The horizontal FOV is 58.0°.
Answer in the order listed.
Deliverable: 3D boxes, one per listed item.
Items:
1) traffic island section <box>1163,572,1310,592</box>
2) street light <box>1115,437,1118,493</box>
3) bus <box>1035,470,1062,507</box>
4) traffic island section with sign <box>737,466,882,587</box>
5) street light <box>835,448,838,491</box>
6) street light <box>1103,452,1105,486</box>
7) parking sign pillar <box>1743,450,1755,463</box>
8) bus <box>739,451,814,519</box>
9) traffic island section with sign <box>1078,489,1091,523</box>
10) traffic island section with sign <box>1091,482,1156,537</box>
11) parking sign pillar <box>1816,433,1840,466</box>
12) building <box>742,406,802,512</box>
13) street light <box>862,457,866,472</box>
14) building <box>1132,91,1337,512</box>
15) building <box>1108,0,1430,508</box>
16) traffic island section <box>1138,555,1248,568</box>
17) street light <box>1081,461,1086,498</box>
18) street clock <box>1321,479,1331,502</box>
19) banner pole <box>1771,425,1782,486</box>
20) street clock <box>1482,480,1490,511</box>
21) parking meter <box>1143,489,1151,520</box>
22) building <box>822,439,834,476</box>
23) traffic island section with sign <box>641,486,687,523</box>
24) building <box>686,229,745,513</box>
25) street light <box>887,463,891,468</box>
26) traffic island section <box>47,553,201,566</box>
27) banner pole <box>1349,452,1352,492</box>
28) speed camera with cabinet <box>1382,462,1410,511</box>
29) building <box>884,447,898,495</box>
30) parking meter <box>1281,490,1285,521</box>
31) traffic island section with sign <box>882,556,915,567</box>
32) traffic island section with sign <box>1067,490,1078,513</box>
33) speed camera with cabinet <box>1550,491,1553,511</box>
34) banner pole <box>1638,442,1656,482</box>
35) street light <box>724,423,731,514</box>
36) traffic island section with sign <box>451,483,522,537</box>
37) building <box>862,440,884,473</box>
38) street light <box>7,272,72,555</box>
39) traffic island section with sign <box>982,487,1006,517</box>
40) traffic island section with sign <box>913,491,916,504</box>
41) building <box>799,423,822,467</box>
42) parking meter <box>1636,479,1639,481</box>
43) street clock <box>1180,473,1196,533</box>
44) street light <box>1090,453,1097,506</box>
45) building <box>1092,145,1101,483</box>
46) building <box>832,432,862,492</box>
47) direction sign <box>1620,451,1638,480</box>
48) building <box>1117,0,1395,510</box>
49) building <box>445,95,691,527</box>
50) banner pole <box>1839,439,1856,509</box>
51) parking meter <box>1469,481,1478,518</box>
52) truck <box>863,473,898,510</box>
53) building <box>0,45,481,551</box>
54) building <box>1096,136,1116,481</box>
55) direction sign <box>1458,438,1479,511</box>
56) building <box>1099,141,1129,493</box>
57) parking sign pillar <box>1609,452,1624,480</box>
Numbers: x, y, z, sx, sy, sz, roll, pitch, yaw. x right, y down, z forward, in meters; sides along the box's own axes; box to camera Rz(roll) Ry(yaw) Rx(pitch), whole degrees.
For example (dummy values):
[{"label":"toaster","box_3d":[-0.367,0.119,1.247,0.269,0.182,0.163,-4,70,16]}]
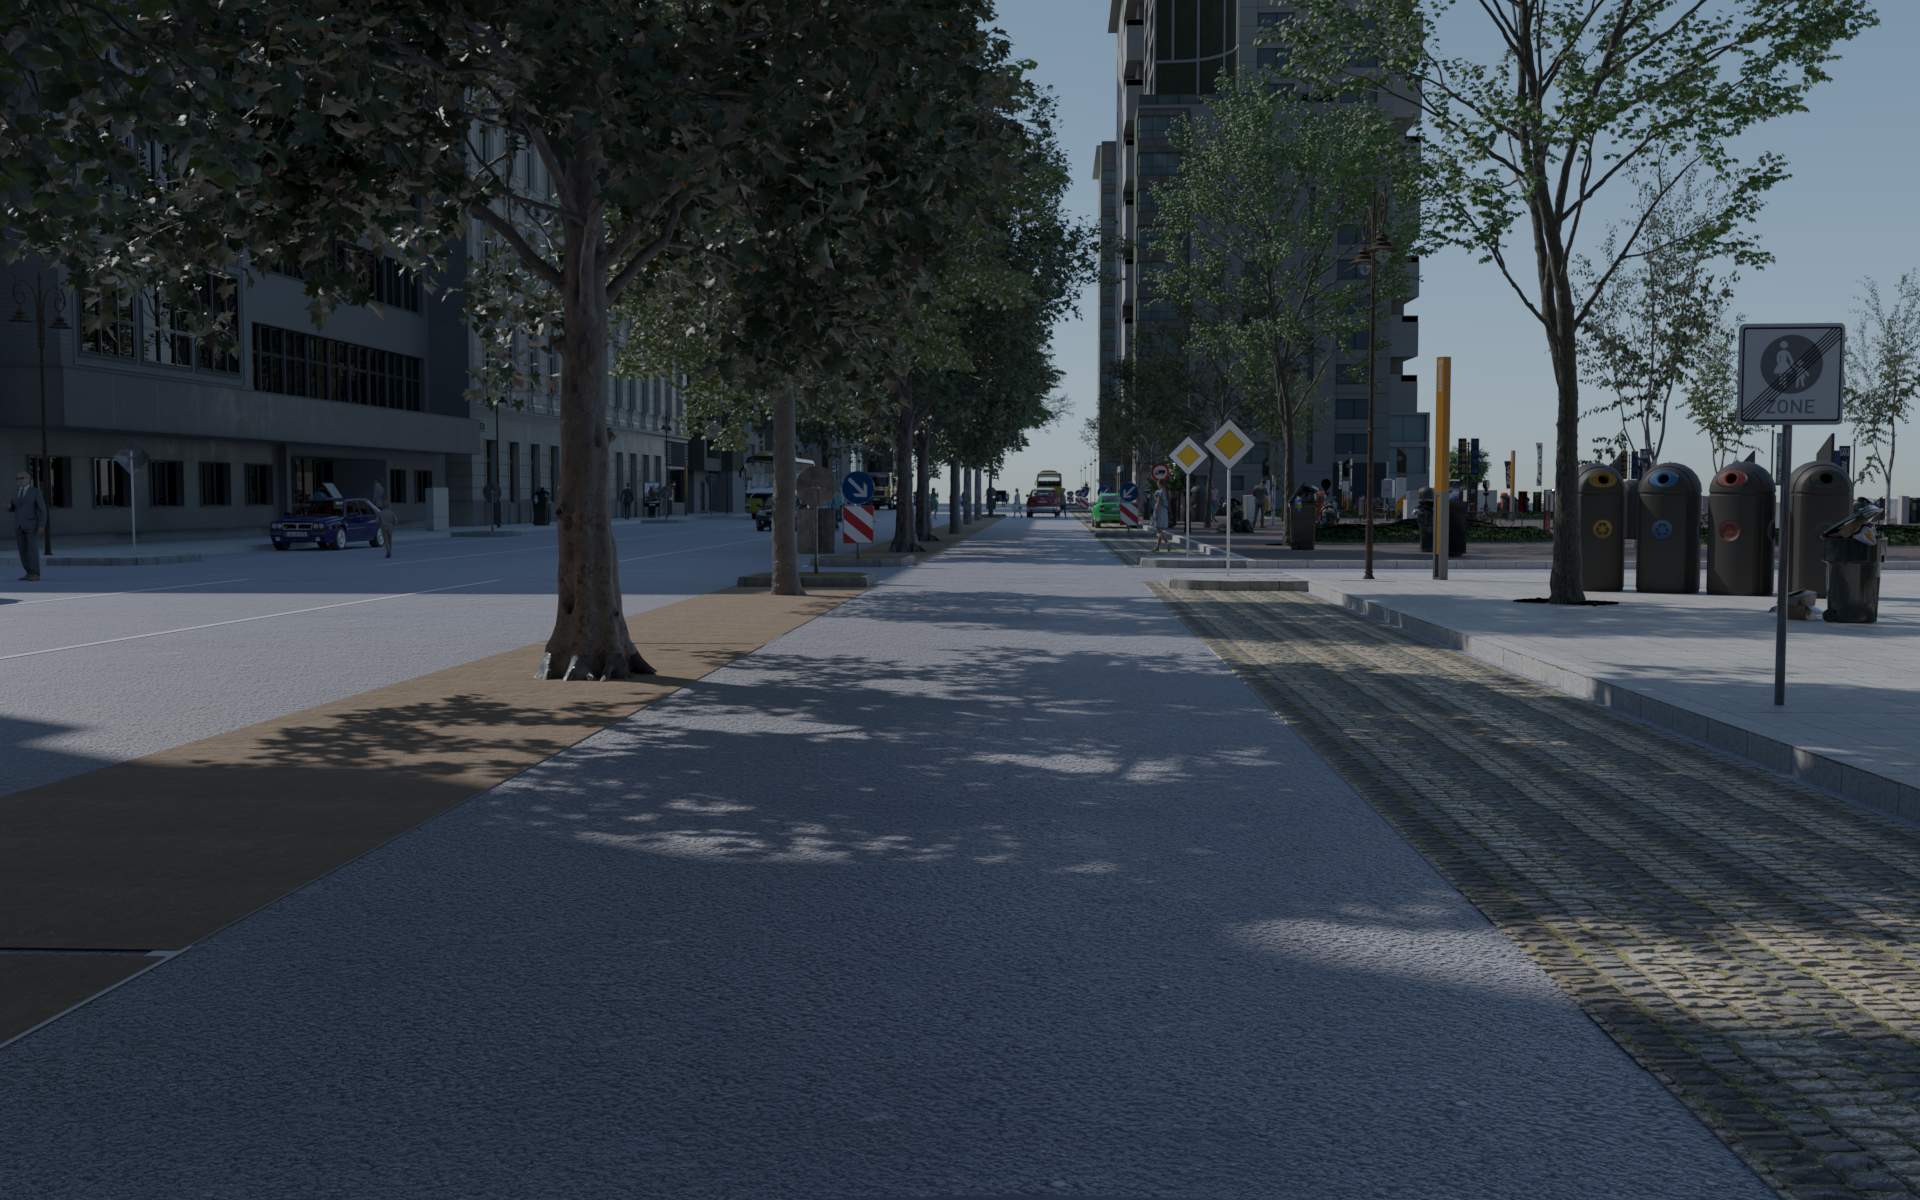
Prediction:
[{"label":"traffic island section","box_3d":[4.205,-0.282,26.888,2.009,0.180,2.903,0,4,3]},{"label":"street light","box_3d":[11.499,-9.447,127.248,0.468,5.910,1.993,0,4,3]},{"label":"bus","box_3d":[9.143,-11.426,178.361,2.896,3.916,12.252,0,4,2]},{"label":"traffic island section with sign","box_3d":[-2.372,-1.182,27.470,2.006,1.907,1.989,0,4,3]},{"label":"street light","box_3d":[-12.218,-12.169,171.757,0.468,5.910,1.993,0,4,3]},{"label":"street light","box_3d":[13.003,-11.237,156.520,0.468,5.910,1.993,0,4,3]},{"label":"parking sign pillar","box_3d":[48.430,-7.239,106.827,1.447,3.967,1.447,-2,4,-31]},{"label":"bus","box_3d":[-10.572,-6.772,102.267,2.896,3.916,12.252,0,4,3]},{"label":"traffic island section with sign","box_3d":[6.911,-4.651,84.666,1.989,1.847,2.006,0,4,3]},{"label":"traffic island section with sign","box_3d":[5.491,-3.004,57.748,1.989,1.847,2.006,0,4,3]},{"label":"parking sign pillar","box_3d":[38.645,-5.424,77.161,1.447,3.967,1.447,0,4,-1]},{"label":"building","box_3d":[-28.706,-18.117,141.247,27.650,21.520,28.899,0,4,3]},{"label":"street light","box_3d":[-10.828,-13.691,196.642,0.468,5.910,1.993,0,4,3]},{"label":"building","box_3d":[19.801,-21.816,128.392,14.160,30.474,14.107,0,4,3]},{"label":"building","box_3d":[29.137,-35.467,169.129,28.713,52.752,27.495,0,4,3]},{"label":"traffic island section","box_3d":[4.622,-0.769,34.862,2.009,0.180,2.903,0,4,3]},{"label":"street light","box_3d":[17.257,-16.265,238.721,0.468,5.910,1.993,0,4,3]},{"label":"street clock","box_3d":[17.150,-4.687,81.201,0.471,2.002,0.358,1,4,14]},{"label":"banner pole","box_3d":[29.332,-4.413,62.168,0.863,3.779,0.401,-1,4,-14]},{"label":"street clock","box_3d":[26.689,-5.096,87.883,0.358,2.002,0.471,3,4,36]},{"label":"parking meter","box_3d":[9.272,-4.743,85.952,0.372,1.533,0.369,0,3,0]},{"label":"building","box_3d":[-20.775,-24.776,176.783,14.160,30.474,14.107,0,4,3]},{"label":"traffic island section with sign","box_3d":[-14.600,-4.715,85.711,1.989,1.847,2.006,0,4,3]},{"label":"building","box_3d":[-23.090,-21.253,119.189,14.160,30.474,14.107,0,4,3]},{"label":"street light","box_3d":[-9.277,-15.493,226.104,0.468,5.910,1.993,0,4,3]},{"label":"traffic island section","box_3d":[-17.190,-0.839,36.004,2.009,0.180,2.903,0,4,3]},{"label":"banner pole","box_3d":[23.058,-6.865,102.254,0.401,3.779,0.863,0,4,0]},{"label":"speed camera with cabinet","box_3d":[26.855,-6.820,105.840,2.038,3.252,0.660,2,4,29]},{"label":"building","box_3d":[-15.910,-35.365,261.818,14.154,41.232,14.086,0,4,3]},{"label":"parking meter","box_3d":[15.323,-4.472,81.529,0.372,1.533,0.369,0,3,0]},{"label":"traffic island section with sign","box_3d":[-1.975,-1.635,34.866,2.006,1.907,1.989,0,4,3]},{"label":"traffic island section with sign","box_3d":[9.494,-7.676,134.128,1.989,1.847,2.006,0,4,3]},{"label":"speed camera with cabinet","box_3d":[33.625,-6.289,97.166,0.660,3.252,2.038,3,4,39]},{"label":"banner pole","box_3d":[33.304,-5.738,83.832,0.863,3.779,0.401,1,4,21]},{"label":"street light","box_3d":[-15.157,-8.555,112.668,0.468,5.910,1.993,0,4,3]},{"label":"traffic island section with sign","box_3d":[-16.009,-3.068,58.792,1.989,1.847,2.006,0,4,3]},{"label":"building","box_3d":[-24.386,-39.850,240.787,28.713,52.752,27.495,0,4,3]},{"label":"street light","box_3d":[-19.164,-3.879,36.216,0.468,5.910,1.993,0,4,3]},{"label":"traffic island section with sign","box_3d":[1.940,-6.224,109.903,2.006,1.907,1.989,0,4,3]},{"label":"traffic island section with sign","box_3d":[-6.273,-14.452,244.916,1.989,1.847,2.006,0,4,3]},{"label":"building","box_3d":[-20.788,-31.291,161.712,14.600,45.320,14.200,0,4,3]},{"label":"parking meter","box_3d":[26.905,-3.890,69.314,0.399,1.863,0.255,-1,4,-15]},{"label":"street clock","box_3d":[7.603,-3.256,57.812,0.471,2.002,0.358,-1,4,-14]},{"label":"street light","box_3d":[14.490,-13.028,185.793,0.468,5.910,1.993,0,4,3]},{"label":"building","box_3d":[33.964,-40.650,253.862,28.713,52.752,27.495,0,4,3]},{"label":"building","box_3d":[-22.791,-54.885,210.045,22.319,86.520,31.000,0,4,3]},{"label":"direction sign","box_3d":[35.287,-6.078,91.366,0.876,3.537,0.379,1,4,9]},{"label":"building","box_3d":[23.898,-43.183,144.296,20.563,71.187,20.611,0,4,3]},{"label":"building","box_3d":[-25.989,-19.136,89.294,17.030,29.872,44.131,0,4,3]},{"label":"banner pole","box_3d":[40.326,-5.422,78.670,0.863,3.779,0.401,2,4,28]},{"label":"parking meter","box_3d":[22.371,-4.271,75.545,0.399,1.863,0.255,1,4,22]},{"label":"truck","box_3d":[-7.183,-9.916,158.043,3.469,3.379,9.791,0,4,4]},{"label":"building","box_3d":[-26.256,-14.253,52.104,14.314,24.678,30.058,0,4,3]},{"label":"building","box_3d":[29.845,-37.023,224.937,23.786,49.044,30.456,0,4,3]},{"label":"direction sign","box_3d":[20.596,-4.784,70.213,0.876,3.537,0.379,0,4,-6]},{"label":"building","box_3d":[23.352,-31.776,203.127,14.154,41.232,14.086,0,4,3]},{"label":"parking sign pillar","box_3d":[40.168,-7.198,106.161,1.447,3.967,1.447,-3,5,-42]}]
